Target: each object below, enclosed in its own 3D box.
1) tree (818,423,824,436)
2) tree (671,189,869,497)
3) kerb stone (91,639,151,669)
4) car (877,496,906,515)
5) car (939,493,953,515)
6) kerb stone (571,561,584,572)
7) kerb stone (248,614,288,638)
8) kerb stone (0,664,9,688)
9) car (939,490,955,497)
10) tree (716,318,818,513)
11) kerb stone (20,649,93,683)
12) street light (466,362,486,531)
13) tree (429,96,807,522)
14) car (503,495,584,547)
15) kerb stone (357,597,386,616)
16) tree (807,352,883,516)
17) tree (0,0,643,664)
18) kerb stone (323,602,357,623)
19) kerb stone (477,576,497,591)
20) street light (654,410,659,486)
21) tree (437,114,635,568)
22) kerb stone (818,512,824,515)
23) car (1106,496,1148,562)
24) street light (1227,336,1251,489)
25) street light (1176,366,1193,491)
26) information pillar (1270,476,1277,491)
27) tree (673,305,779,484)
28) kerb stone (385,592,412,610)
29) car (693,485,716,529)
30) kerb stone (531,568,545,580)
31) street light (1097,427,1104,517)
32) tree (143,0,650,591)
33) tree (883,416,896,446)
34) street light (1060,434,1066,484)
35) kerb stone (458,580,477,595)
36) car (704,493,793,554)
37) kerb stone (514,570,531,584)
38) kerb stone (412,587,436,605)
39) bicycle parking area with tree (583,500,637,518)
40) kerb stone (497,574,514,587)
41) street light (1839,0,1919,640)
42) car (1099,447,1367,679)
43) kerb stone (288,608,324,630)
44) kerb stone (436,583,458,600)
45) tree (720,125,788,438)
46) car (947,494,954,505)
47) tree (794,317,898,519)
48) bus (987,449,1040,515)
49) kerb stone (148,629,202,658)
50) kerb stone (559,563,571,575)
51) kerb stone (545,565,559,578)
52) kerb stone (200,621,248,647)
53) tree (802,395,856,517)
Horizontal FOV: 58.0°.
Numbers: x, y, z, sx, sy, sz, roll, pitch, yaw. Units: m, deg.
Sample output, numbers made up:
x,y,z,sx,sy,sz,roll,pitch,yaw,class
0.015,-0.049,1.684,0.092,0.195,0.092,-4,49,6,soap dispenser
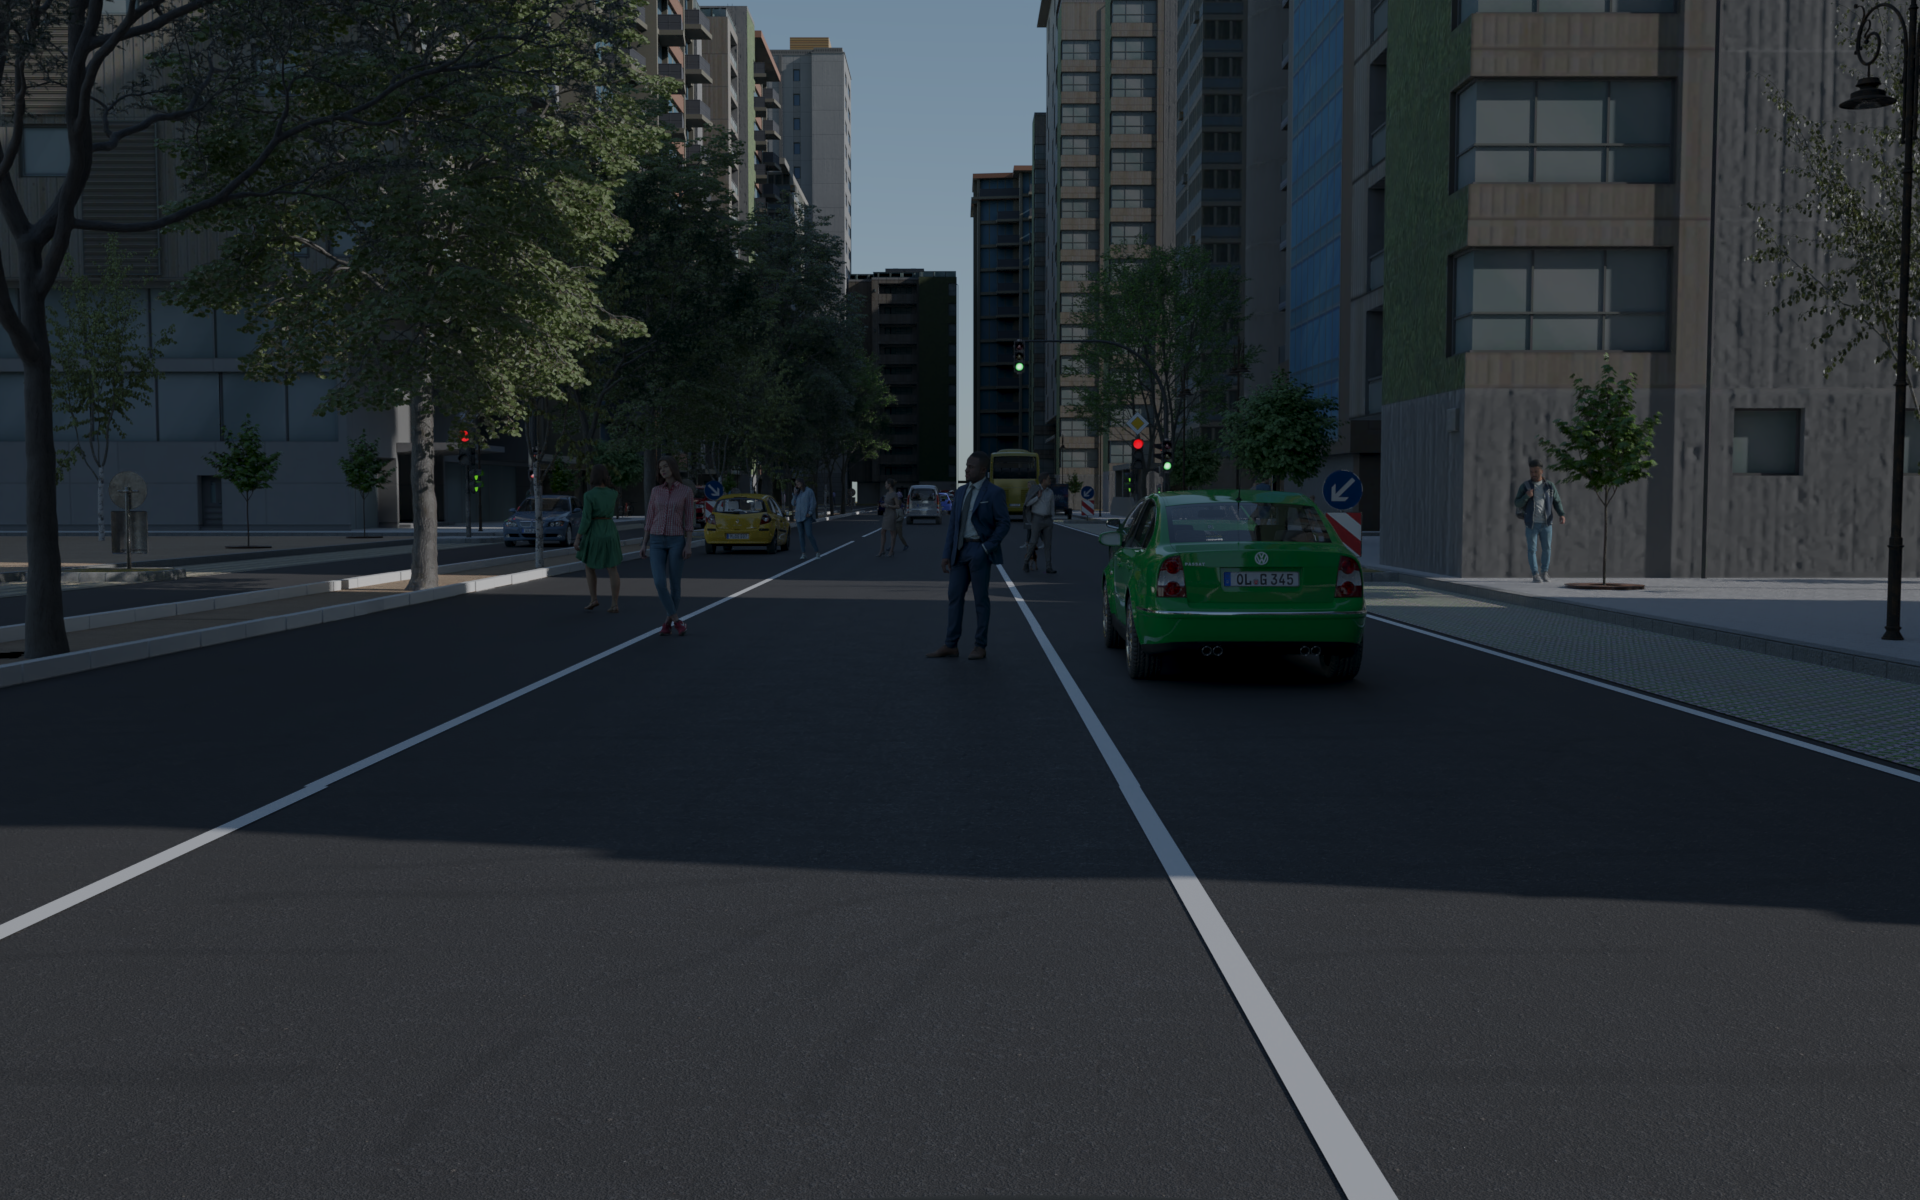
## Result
x,y,z,sx,sy,sz,roll,pitch,yaw,class
-8.296,-7.861,81.350,4.737,8.622,4.395,0,3,0,tree
-8.251,-10.047,73.373,9.857,13.997,8.962,0,3,0,tree
-7.144,0.464,14.616,0.120,0.150,1.000,0,3,0,kerb stone
-4.707,-6.477,118.480,1.945,1.354,3.894,0,4,1,car
-1.466,-6.891,122.253,1.945,1.707,3.694,0,4,-2,car
-7.176,-0.604,32.077,0.120,0.150,1.000,0,3,0,kerb stone
-7.147,0.275,17.697,0.120,0.150,1.000,0,3,0,kerb stone
-7.141,0.589,12.572,0.120,0.150,1.000,0,3,0,kerb stone
-1.339,-10.079,173.462,2.281,1.827,5.304,0,4,2,car
-7.927,-6.932,66.153,4.737,8.622,4.395,0,3,0,tree
-7.140,0.526,13.594,0.120,0.150,1.000,0,3,0,kerb stone
-16.491,-5.297,59.391,0.468,5.910,1.993,0,3,0,street light
-8.273,-6.264,39.289,8.767,10.594,7.601,0,3,0,tree
-11.515,-2.237,48.582,2.014,1.417,4.499,0,4,-1,car
-7.150,0.090,20.784,0.120,0.150,1.000,0,3,0,kerb stone
-8.639,-9.307,89.036,8.767,10.594,7.601,0,3,0,tree
-7.945,-6.223,14.577,12.009,13.543,11.850,0,3,0,tree
-7.145,0.149,19.762,0.120,0.150,1.000,0,3,0,kerb stone
-7.161,-0.228,25.916,0.120,0.150,1.000,0,3,0,kerb stone
-16.636,-7.465,94.846,0.468,5.910,1.993,0,3,0,street light
-8.109,-4.910,33.092,4.737,8.622,4.395,0,3,0,tree
-9.466,-5.900,118.755,0.120,0.150,1.000,0,3,0,kerb stone
3.247,-0.815,25.116,2.131,1.459,4.920,0,4,-1,car
8.150,-4.770,50.783,0.468,5.910,1.993,0,3,0,street light
8.088,-5.488,62.517,0.468,5.910,1.993,0,3,0,street light
10.583,-3.284,58.187,0.304,2.012,0.304,0,4,-1,information pillar
-8.329,-6.547,59.863,4.360,8.622,3.978,0,3,0,tree
-7.158,0.026,21.814,0.120,0.150,1.000,0,3,0,kerb stone
-11.189,-3.842,71.484,2.281,1.827,5.304,0,4,-1,car
-7.171,-0.415,29.004,0.120,0.150,1.000,0,3,0,kerb stone
7.956,-7.667,98.147,0.468,5.910,1.993,0,3,0,street light
-8.020,-6.425,25.630,7.486,12.596,7.792,0,3,0,tree
-8.262,-10.726,112.245,8.767,10.594,7.601,0,3,0,tree
7.888,-9.812,133.206,0.468,5.910,1.993,0,3,0,street light
-7.172,-0.165,24.890,0.120,0.150,1.000,0,3,0,kerb stone
-5.202,-1.991,42.773,2.015,1.641,3.980,0,4,1,car
-7.161,-0.350,27.972,0.120,0.150,1.000,0,3,0,kerb stone
-7.154,-0.038,22.839,0.120,0.150,1.000,0,3,0,kerb stone
-22.051,-6.667,96.000,8.231,4.147,9.016,1,4,9,bicycle parking area with tree
-7.169,-0.290,26.941,0.120,0.150,1.000,0,3,0,kerb stone
8.216,-2.587,15.078,0.468,5.910,1.993,0,3,0,street light
2.206,-0.365,14.771,1.959,1.807,4.718,0,4,1,car
-7.146,0.217,18.732,0.120,0.150,1.000,0,3,0,kerb stone
-7.158,-0.102,23.868,0.120,0.150,1.000,0,3,0,kerb stone
-8.663,-7.785,47.872,7.486,12.596,7.792,0,3,0,tree
-1.172,-8.605,152.692,2.014,1.417,4.499,0,4,0,car
-8.215,-10.440,98.913,9.928,11.665,9.643,0,3,0,tree
2.912,-6.283,94.271,2.896,3.916,12.252,0,4,1,bus
-7.148,0.400,15.648,0.120,0.150,1.000,0,3,0,kerb stone
-7.183,-0.540,31.050,0.120,0.150,1.000,0,3,0,kerb stone
-7.177,-0.479,30.026,0.120,0.150,1.000,0,3,0,kerb stone
-7.145,0.338,16.675,0.120,0.150,1.000,0,3,0,kerb stone
-8.281,-9.383,106.235,4.360,8.622,3.978,0,3,0,tree
